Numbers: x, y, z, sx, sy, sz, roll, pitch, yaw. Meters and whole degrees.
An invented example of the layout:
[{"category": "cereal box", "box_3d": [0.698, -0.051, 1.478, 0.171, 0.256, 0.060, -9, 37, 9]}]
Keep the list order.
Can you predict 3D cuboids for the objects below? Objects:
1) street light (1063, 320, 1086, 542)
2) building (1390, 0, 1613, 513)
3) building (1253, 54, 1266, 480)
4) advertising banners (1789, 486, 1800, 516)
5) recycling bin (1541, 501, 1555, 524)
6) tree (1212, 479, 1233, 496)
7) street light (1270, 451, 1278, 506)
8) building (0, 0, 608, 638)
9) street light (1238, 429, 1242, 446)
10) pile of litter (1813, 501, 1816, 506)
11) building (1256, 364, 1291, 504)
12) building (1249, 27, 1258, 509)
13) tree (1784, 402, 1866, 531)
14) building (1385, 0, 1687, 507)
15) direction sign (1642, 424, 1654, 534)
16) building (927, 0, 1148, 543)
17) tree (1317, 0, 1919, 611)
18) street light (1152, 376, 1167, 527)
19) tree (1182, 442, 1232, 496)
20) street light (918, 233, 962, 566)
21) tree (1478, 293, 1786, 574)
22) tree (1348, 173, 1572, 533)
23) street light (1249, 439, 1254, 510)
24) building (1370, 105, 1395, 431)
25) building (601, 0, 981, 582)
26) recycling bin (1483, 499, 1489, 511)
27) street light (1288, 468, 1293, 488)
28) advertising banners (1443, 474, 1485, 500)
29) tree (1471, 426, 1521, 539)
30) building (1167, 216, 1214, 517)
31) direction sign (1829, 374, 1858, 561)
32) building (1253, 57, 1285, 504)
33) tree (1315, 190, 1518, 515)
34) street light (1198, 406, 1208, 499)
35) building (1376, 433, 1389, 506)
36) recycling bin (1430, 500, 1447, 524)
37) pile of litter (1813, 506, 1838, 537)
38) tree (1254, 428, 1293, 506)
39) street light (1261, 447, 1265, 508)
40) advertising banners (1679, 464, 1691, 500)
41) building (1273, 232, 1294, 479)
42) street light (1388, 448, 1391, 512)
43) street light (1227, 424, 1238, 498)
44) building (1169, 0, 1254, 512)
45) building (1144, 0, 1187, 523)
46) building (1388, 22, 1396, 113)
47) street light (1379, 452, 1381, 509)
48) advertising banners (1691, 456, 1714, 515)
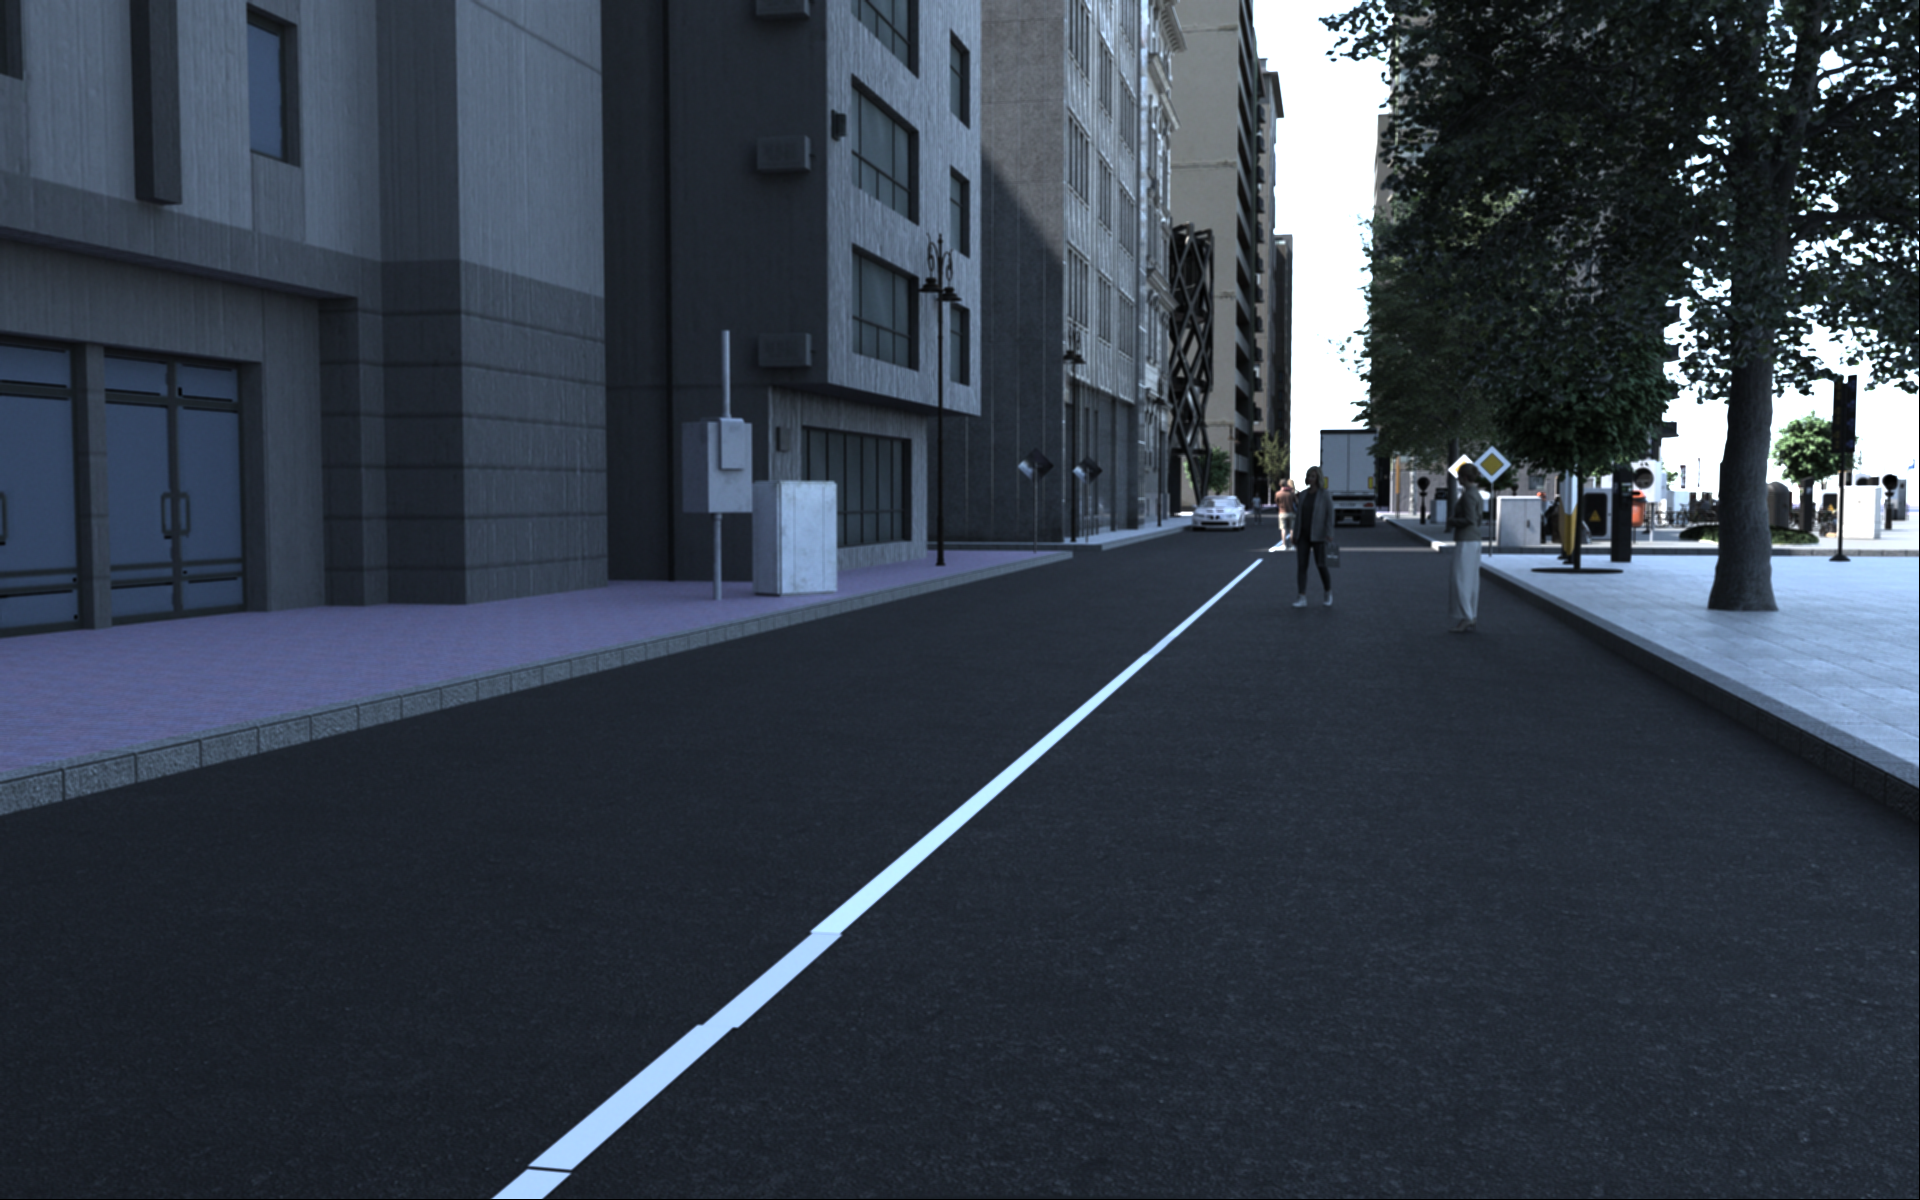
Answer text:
[{"category": "street light", "box_3d": [3.031, -4.484, 46.108, 0.468, 5.910, 1.993, 1, 4, 12]}, {"category": "building", "box_3d": [38.100, -26.910, 123.577, 14.154, 41.232, 14.086, 1, 4, 12]}, {"category": "building", "box_3d": [18.581, -31.606, 171.380, 22.147, 44.769, 28.867, 1, 4, 12]}, {"category": "advertising banners", "box_3d": [40.496, -5.416, 84.732, 0.090, 3.025, 2.074, -2, 4, -32]}, {"category": "recycling bin", "box_3d": [21.091, -3.068, 62.722, 0.722, 1.027, 0.722, -3, 5, -44]}, {"category": "tree", "box_3d": [17.777, -7.549, 118.022, 1.663, 3.219, 1.824, 0, 3, 0]}, {"category": "street light", "box_3d": [33.779, -13.124, 187.364, 0.468, 5.910, 1.993, 1, 4, 12]}, {"category": "building", "box_3d": [-18.098, -28.670, 10.755, 21.231, 58.520, 28.212, 1, 4, 12]}, {"category": "street light", "box_3d": [19.296, -9.033, 120.479, 0.468, 5.910, 1.993, 1, 4, 12]}, {"category": "pile of litter", "box_3d": [53.336, -5.718, 107.450, 1.719, 0.858, 1.176, -2, 4, -27]}, {"category": "building", "box_3d": [32.604, -24.554, 246.503, 27.650, 21.520, 28.899, 1, 4, 12]}, {"category": "building", "box_3d": [17.922, -28.444, 148.656, 14.154, 41.232, 14.086, 1, 4, 12]}, {"category": "tree", "box_3d": [29.956, -4.735, 61.131, 4.285, 4.588, 4.351, 0, 3, 0]}, {"category": "building", "box_3d": [46.985, -29.919, 143.795, 22.147, 44.769, 28.867, 1, 4, 12]}, {"category": "direction sign", "box_3d": [22.312, -3.919, 56.079, 0.379, 3.537, 0.876, 1, 4, 8]}, {"category": "building", "box_3d": [-1.074, -14.535, 55.666, 12.078, 24.808, 19.932, 1, 4, 12]}, {"category": "tree", "box_3d": [8.813, -6.866, 18.914, 9.857, 13.997, 8.962, 0, 3, 0]}, {"category": "street light", "box_3d": [7.879, -5.840, 68.275, 0.468, 5.910, 1.993, 1, 4, 12]}, {"category": "tree", "box_3d": [15.384, -7.557, 107.266, 4.285, 4.588, 4.351, 0, 3, 0]}, {"category": "street light", "box_3d": [-0.349, -3.555, 30.913, 0.468, 5.910, 1.993, 1, 4, 12]}, {"category": "tree", "box_3d": [10.130, -2.738, 28.479, 4.285, 4.588, 4.351, 0, 3, 0]}, {"category": "tree", "box_3d": [16.792, -8.506, 57.203, 7.486, 12.596, 7.792, 0, 3, 0]}, {"category": "street light", "box_3d": [24.041, -10.399, 142.803, 0.468, 5.910, 1.993, 1, 4, 12]}, {"category": "building", "box_3d": [60.668, -35.773, 208.598, 21.300, 48.544, 21.600, 1, 4, 12]}, {"category": "building", "box_3d": [-7.167, -15.939, 32.300, 14.107, 30.474, 14.160, 1, 4, 12]}, {"category": "recycling bin", "box_3d": [27.086, -4.661, 88.757, 0.722, 1.027, 0.722, 0, 4, 3]}, {"category": "street light", "box_3d": [51.745, -18.146, 269.469, 0.468, 5.910, 1.993, 1, 4, 12]}, {"category": "advertising banners", "box_3d": [22.182, -4.872, 75.848, 2.074, 3.025, 0.090, 0, 4, -2]}, {"category": "tree", "box_3d": [15.112, -3.350, 49.371, 1.663, 3.219, 1.824, 0, 3, 0]}, {"category": "building", "box_3d": [5.648, -14.058, 97.294, 16.820, 18.784, 16.811, 1, 4, 12]}, {"category": "direction sign", "box_3d": [16.854, -2.512, 33.072, 0.379, 3.537, 0.876, 0, 4, 1]}, {"category": "building", "box_3d": [25.481, -38.380, 216.752, 28.713, 52.752, 27.495, 1, 4, 12]}, {"category": "tree", "box_3d": [28.013, -15.216, 104.677, 12.611, 20.169, 13.585, 0, 3, 0]}, {"category": "street light", "box_3d": [12.698, -7.205, 90.584, 0.468, 5.910, 1.993, 1, 4, 12]}, {"category": "building", "box_3d": [53.181, -52.543, 171.752, 22.319, 86.520, 31.000, 1, 4, 12]}, {"category": "recycling bin", "box_3d": [20.929, -3.843, 75.385, 0.722, 1.027, 0.722, 0, 4, -6]}, {"category": "pile of litter", "box_3d": [26.649, -2.331, 52.085, 1.719, 0.858, 1.176, 0, 4, 4]}, {"category": "tree", "box_3d": [34.933, -14.894, 193.879, 4.737, 8.622, 4.395, 0, 3, 0]}, {"category": "street light", "box_3d": [28.907, -11.772, 165.262, 0.468, 5.910, 1.993, 1, 4, 12]}, {"category": "advertising banners", "box_3d": [42.914, -6.428, 101.283, 2.074, 3.025, 0.090, -1, 4, -12]}, {"category": "building", "box_3d": [43.629, -35.591, 265.502, 14.154, 41.232, 14.086, 1, 4, 12]}, {"category": "street light", "box_3d": [30.568, -9.198, 123.176, 0.468, 5.910, 1.993, 1, 4, 12]}, {"category": "street light", "box_3d": [17.610, -8.556, 112.677, 0.468, 5.910, 1.993, 1, 4, 12]}, {"category": "building", "box_3d": [10.858, -31.055, 131.446, 21.300, 48.544, 21.600, 1, 4, 12]}, {"category": "building", "box_3d": [2.147, -17.722, 77.140, 14.401, 28.519, 23.554, 1, 4, 12]}, {"category": "building", "box_3d": [72.073, -50.179, 258.675, 20.563, 71.187, 20.611, 1, 4, 12]}, {"category": "street light", "box_3d": [35.277, -10.552, 145.313, 0.468, 5.910, 1.993, 1, 4, 12]}, {"category": "advertising banners", "box_3d": [34.980, -5.210, 81.372, 0.090, 3.025, 2.074, 3, 5, 45]}]
